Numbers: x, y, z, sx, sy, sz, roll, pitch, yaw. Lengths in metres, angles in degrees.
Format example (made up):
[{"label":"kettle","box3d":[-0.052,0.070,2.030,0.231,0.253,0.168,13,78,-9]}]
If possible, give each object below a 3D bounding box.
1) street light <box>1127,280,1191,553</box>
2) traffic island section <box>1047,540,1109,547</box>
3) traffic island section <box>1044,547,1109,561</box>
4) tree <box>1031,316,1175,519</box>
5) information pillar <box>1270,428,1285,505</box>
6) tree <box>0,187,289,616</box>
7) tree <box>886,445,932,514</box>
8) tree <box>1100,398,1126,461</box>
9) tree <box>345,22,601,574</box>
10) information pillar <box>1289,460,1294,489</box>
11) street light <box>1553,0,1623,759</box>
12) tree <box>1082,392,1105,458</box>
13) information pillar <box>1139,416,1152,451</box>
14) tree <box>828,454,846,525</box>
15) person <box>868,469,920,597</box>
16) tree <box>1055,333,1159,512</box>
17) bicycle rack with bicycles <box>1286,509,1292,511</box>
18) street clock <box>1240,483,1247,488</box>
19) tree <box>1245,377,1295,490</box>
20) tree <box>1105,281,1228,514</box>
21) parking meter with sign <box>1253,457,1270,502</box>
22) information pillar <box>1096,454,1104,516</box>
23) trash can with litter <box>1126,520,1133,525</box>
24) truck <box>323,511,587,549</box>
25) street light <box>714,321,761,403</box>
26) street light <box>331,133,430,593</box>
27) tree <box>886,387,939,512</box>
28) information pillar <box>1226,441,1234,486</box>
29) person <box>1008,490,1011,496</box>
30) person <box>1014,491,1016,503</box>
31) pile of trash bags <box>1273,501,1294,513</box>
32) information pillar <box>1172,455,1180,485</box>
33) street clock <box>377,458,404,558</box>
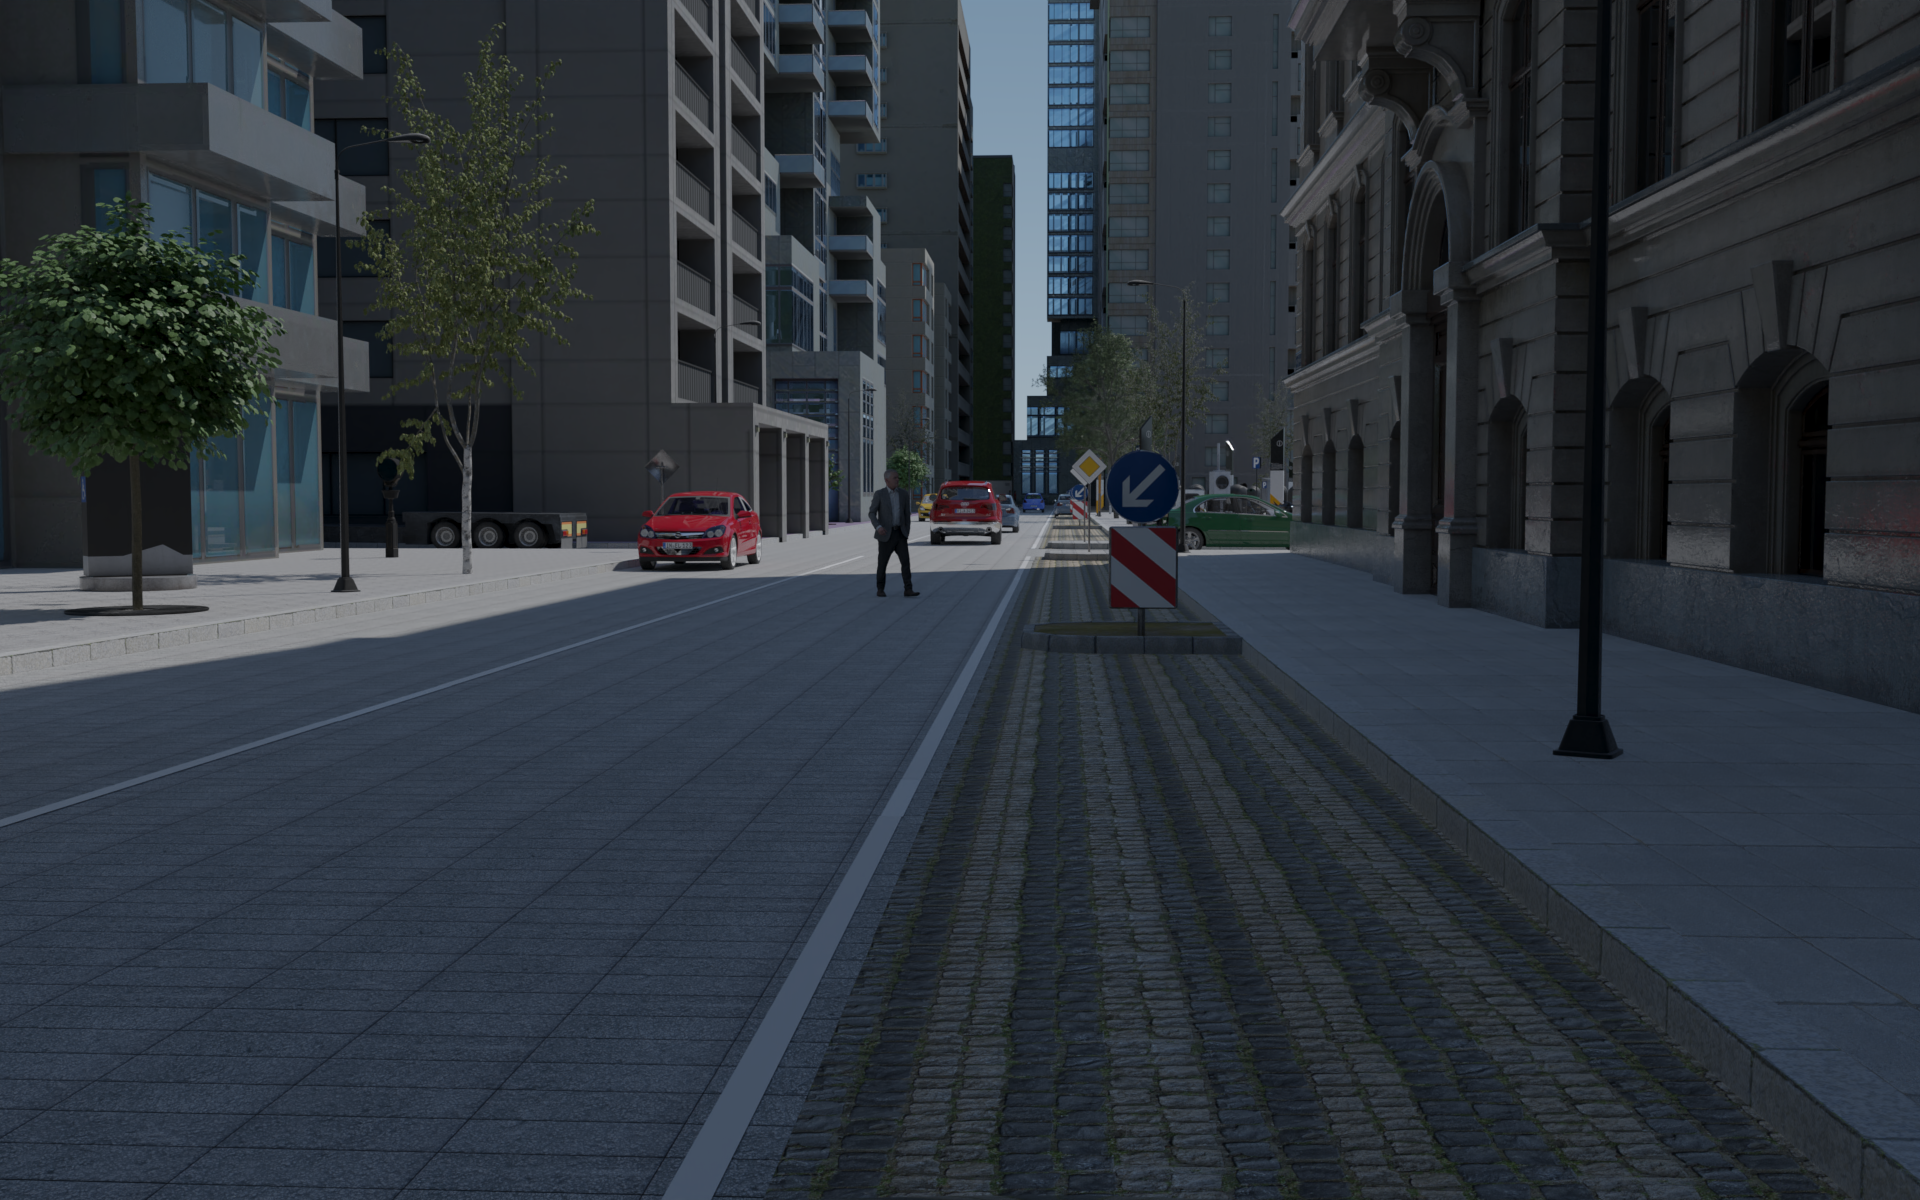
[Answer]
[{"label":"street light","box3d":[4.328,-3.988,37.742,1.470,5.913,1.316,0,4,3]},{"label":"traffic island section","box3d":[3.348,-1.469,46.294,2.009,0.180,2.903,0,4,3]},{"label":"traffic island section","box3d":[2.877,-0.981,38.322,2.009,0.180,2.903,0,4,3]},{"label":"tree","box3d":[7.928,-9.561,90.742,7.601,10.594,8.767,2,4,33]},{"label":"information pillar","box3d":[11.228,-4.274,61.234,0.504,3.616,0.183,2,4,27]},{"label":"tree","box3d":[-9.033,-2.139,18.692,4.285,4.588,4.351,0,3,0]},{"label":"tree","box3d":[-3.510,-7.915,113.127,4.285,4.588,4.351,0,3,0]},{"label":"tree","box3d":[11.631,-11.033,130.744,4.737,8.622,4.395,0,3,0]},{"label":"tree","box3d":[-7.926,-4.739,27.847,4.737,8.622,4.395,0,3,0]},{"label":"information pillar","box3d":[22.518,-7.714,117.486,0.504,3.616,0.183,0,4,5]},{"label":"street light","box3d":[2.561,-2.194,8.409,1.470,5.913,1.316,0,4,3]},{"label":"tree","box3d":[9.819,-9.773,110.150,4.360,8.622,3.978,0,3,0]},{"label":"information pillar","box3d":[5.542,-3.689,51.673,0.504,3.616,0.183,-3,5,-42]},{"label":"tree","box3d":[-5.536,-4.740,72.099,1.663,3.219,1.824,0,3,0]},{"label":"person","box3d":[-0.902,-0.925,24.022,0.661,1.777,0.834,-3,4,-36]},{"label":"tree","box3d":[10.468,-12.506,122.597,7.486,12.596,7.792,0,3,0]},{"label":"bicycle rack with bicycles","box3d":[8.108,-2.127,48.164,2.852,0.926,2.925,0,4,4]},{"label":"street clock","box3d":[18.447,-6.620,112.806,0.471,2.002,0.358,-2,4,-30]},{"label":"tree","box3d":[19.690,-9.671,108.488,4.360,8.622,3.978,0,3,0]},{"label":"tree","box3d":[7.365,-6.747,60.679,4.360,8.622,3.978,0,3,0]},{"label":"parking meter with sign","box3d":[14.641,-5.221,81.622,1.738,3.016,0.543,-2,4,-28]},{"label":"information pillar","box3d":[8.080,-6.653,100.127,0.504,3.616,0.183,-2,4,-35]},{"label":"trash can with litter","box3d":[7.377,-3.769,73.012,0.624,1.170,1.055,-1,4,-18]},{"label":"truck","box3d":[-19.098,-3.329,44.193,18.799,4.110,2.967,0,4,3]},{"label":"street light","box3d":[-6.036,-4.530,46.606,1.470,5.913,1.316,0,4,3]},{"label":"street light","box3d":[-7.518,-3.056,22.501,1.470,5.913,1.316,0,4,3]},{"label":"tree","box3d":[-3.435,-10.293,118.652,4.360,8.622,3.978,0,3,0]},{"label":"information pillar","box3d":[11.789,-5.166,75.813,0.183,3.616,0.504,-2,4,-26]},{"label":"person","box3d":[5.172,-10.421,178.872,0.705,1.826,1.348,1,4,18]},{"label":"person","box3d":[6.354,-11.625,198.510,0.705,1.831,1.348,0,4,2]},{"label":"pile of trash bags","box3d":[11.285,-2.692,53.761,3.447,1.369,1.912,1,4,10]},{"label":"information pillar","box3d":[12.945,-6.882,103.880,0.504,3.616,0.183,0,4,1]},{"label":"street clock","box3d":[-11.472,-1.856,34.923,0.471,2.002,0.358,1,4,13]}]
